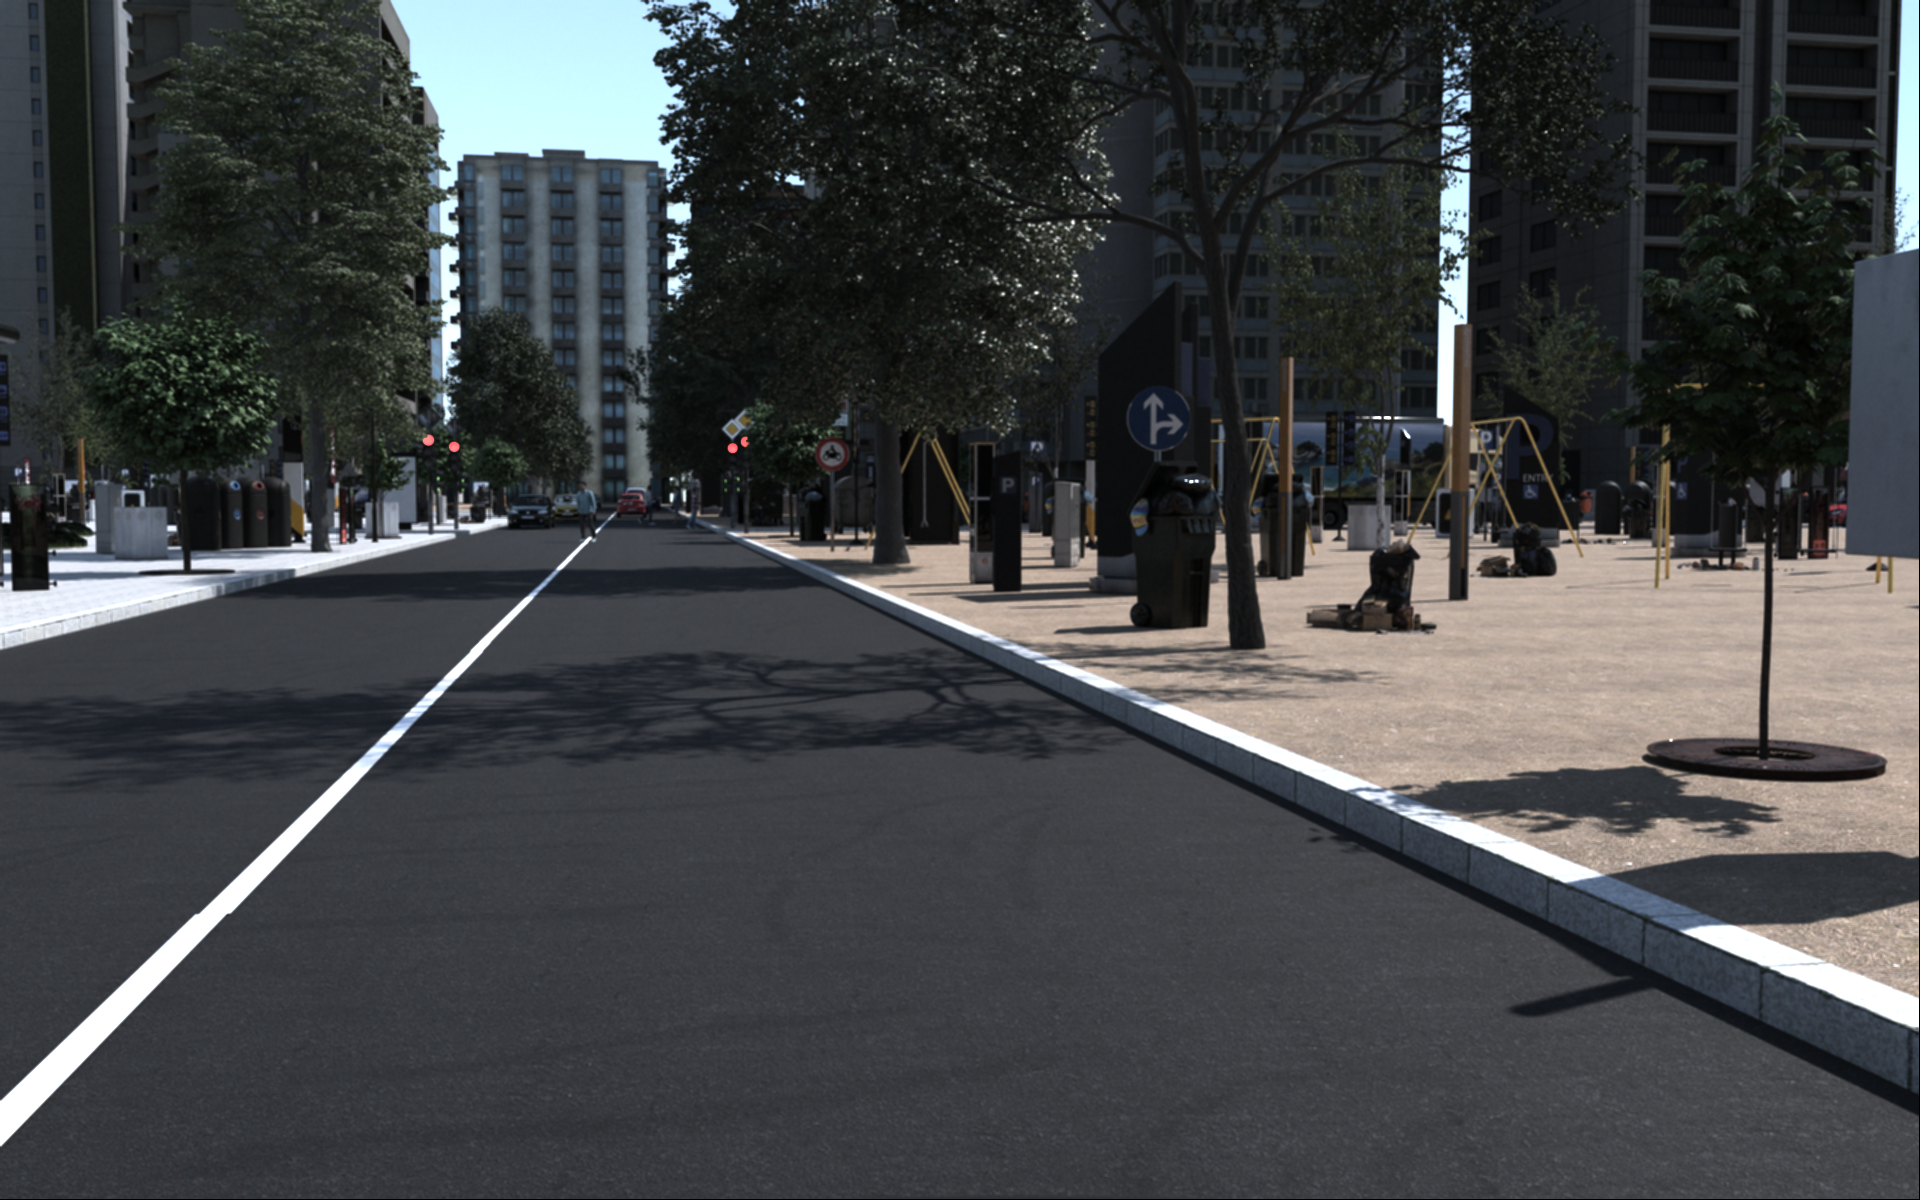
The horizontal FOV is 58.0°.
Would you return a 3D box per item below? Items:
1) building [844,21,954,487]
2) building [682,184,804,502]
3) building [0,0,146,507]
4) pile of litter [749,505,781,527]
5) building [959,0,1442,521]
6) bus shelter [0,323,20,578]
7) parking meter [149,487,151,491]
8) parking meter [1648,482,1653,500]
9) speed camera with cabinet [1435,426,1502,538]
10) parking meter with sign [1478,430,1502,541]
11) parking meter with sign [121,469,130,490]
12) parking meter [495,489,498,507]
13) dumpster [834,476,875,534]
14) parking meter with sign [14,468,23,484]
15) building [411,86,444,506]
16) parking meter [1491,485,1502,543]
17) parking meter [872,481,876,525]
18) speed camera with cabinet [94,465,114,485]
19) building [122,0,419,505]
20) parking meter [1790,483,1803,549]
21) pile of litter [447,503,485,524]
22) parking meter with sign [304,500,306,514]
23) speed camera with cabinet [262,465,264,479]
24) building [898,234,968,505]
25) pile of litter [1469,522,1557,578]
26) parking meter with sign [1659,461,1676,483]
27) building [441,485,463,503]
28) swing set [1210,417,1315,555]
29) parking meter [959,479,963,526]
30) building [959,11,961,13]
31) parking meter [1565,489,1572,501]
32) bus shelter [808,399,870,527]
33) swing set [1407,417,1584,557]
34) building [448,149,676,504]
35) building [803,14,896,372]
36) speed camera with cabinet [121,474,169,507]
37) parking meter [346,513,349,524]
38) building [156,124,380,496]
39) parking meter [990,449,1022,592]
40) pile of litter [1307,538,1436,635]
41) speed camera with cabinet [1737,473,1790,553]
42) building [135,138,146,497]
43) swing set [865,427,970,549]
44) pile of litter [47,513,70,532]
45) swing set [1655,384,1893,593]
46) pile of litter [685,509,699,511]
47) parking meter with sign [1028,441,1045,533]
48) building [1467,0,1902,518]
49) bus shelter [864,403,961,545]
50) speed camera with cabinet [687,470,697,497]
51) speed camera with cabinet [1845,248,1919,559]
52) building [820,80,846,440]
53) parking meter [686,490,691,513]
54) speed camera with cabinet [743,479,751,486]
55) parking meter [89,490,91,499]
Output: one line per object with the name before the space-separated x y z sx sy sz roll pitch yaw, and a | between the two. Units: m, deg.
building | -3.500 -28.816 154.731 14.154 41.232 14.086 -1 4 -11
building | -25.545 -36.253 247.363 28.867 44.769 22.147 -1 4 -11
building | -97.889 -38.754 175.629 28.212 58.520 21.231 -1 4 -11
pile of litter | -7.871 -3.341 68.596 1.719 0.858 1.176 2 4 35
building | 13.225 -24.764 96.775 23.993 40.220 32.217 -1 4 -11
bus shelter | -11.967 -2.414 17.102 2.179 5.291 8.768 -1 4 -11
parking meter | -59.251 -7.420 127.027 0.255 1.863 0.399 1 4 15
parking meter | 34.130 -4.875 85.410 0.399 1.863 0.255 1 4 21
speed camera with cabinet | 14.937 -3.437 50.533 0.660 3.252 2.038 -3 5 -45
parking meter with sign | 14.994 -3.134 47.509 1.738 3.016 0.543 -2 4 -33
parking meter with sign | -57.643 -7.537 119.494 0.543 3.016 1.738 -1 4 -21
parking meter | -35.494 -7.795 133.159 0.399 1.863 0.255 -2 4 -28
dumpster | -3.452 -3.083 56.172 1.264 1.857 1.865 -1 4 -11
parking meter with sign | -63.266 -7.371 116.771 0.543 3.016 1.738 -1 4 -18
building | -63.761 -32.779 186.040 14.200 45.320 14.600 -1 4 -11
parking meter | 14.180 -2.271 45.537 0.372 1.533 0.369 0 3 0
parking meter | -3.468 -4.069 72.232 0.399 1.863 0.255 1 4 15
speed camera with cabinet | -64.105 -8.235 128.971 2.038 3.252 0.660 -1 4 -23
building | -61.548 -32.555 155.982 21.300 48.544 21.600 -1 4 -11
parking meter | 19.430 -1.956 40.386 0.372 1.533 0.369 0 3 0
pile of litter | -21.558 -3.800 76.097 1.176 0.858 1.719 2 4 23
parking meter with sign | -43.081 -7.115 112.597 0.543 3.016 1.738 0 4 2
speed camera with cabinet | -47.668 -7.529 117.434 0.660 3.252 2.038 -3 5 -40
building | 9.677 -17.419 129.847 27.650 21.520 28.899 -1 4 -11
pile of litter | 8.654 -0.809 27.187 1.719 0.858 1.176 -2 4 -24
parking meter with sign | 34.882 -5.407 84.665 0.543 3.016 1.738 -1 4 -10
building | -84.676 -39.747 239.107 27.495 52.752 28.713 -1 4 -11
swing set | 5.536 -2.361 36.220 2.862 2.851 3.119 -3 5 -44
parking meter | -0.080 -3.883 69.192 0.255 1.863 0.399 3 5 41
building | 4.055 -57.457 252.094 31.000 86.520 22.319 -1 4 -11
parking meter | 30.862 -4.861 87.882 0.372 1.533 0.369 0 3 0
bus shelter | -5.306 -5.697 70.777 2.179 5.291 8.768 -1 4 -11
swing set | 11.174 -2.383 36.587 2.862 2.851 3.119 0 4 -4
building | -55.344 -38.147 243.313 30.456 49.044 23.786 -1 4 -11
building | -2.472 -36.781 190.600 28.713 52.752 27.495 -1 4 -11
speed camera with cabinet | -36.119 -5.033 76.631 2.038 3.252 0.660 -3 5 -40
parking meter | -26.736 -4.097 75.402 0.372 1.533 0.369 0 3 0
building | -55.023 -22.483 139.294 14.160 30.474 14.107 -1 4 -11
parking meter | 0.602 -1.045 22.789 0.399 1.863 0.255 0 4 -5
pile of litter | 3.941 -0.164 16.644 1.176 0.858 1.719 0 4 3
speed camera with cabinet | 17.006 -2.665 37.902 2.038 3.252 0.660 3 5 43
building | -77.647 -30.575 183.488 14.086 41.232 14.154 -1 4 -11
swing set | -0.856 -2.690 41.598 2.862 2.851 3.119 0 4 -3
pile of litter | -23.316 -1.840 44.041 1.719 0.858 1.176 -2 4 -25
swing set | 11.280 -1.632 24.306 3.119 2.851 2.862 2 4 25
pile of litter | -20.438 -7.265 132.753 1.176 0.858 1.719 -1 4 -20
parking meter with sign | 2.520 -3.743 57.465 0.543 3.016 1.738 0 4 1
building | 43.534 -40.389 98.605 20.611 71.187 20.563 -1 4 -11
bus shelter | -1.331 -3.390 46.717 1.731 3.624 6.357 -1 4 -11
speed camera with cabinet | -17.697 -7.614 118.820 2.038 3.252 0.660 -1 4 -10
speed camera with cabinet | 4.369 -0.733 6.321 2.038 3.252 0.660 0 4 -5
building | -5.915 -31.737 169.010 14.600 45.320 14.200 -1 4 -11
parking meter | -18.287 -6.620 116.648 0.372 1.533 0.369 0 3 0
speed camera with cabinet | -12.582 -6.981 108.475 2.038 3.252 0.660 1 4 10
parking meter | -48.417 -5.386 96.466 0.372 1.533 0.369 0 3 0
